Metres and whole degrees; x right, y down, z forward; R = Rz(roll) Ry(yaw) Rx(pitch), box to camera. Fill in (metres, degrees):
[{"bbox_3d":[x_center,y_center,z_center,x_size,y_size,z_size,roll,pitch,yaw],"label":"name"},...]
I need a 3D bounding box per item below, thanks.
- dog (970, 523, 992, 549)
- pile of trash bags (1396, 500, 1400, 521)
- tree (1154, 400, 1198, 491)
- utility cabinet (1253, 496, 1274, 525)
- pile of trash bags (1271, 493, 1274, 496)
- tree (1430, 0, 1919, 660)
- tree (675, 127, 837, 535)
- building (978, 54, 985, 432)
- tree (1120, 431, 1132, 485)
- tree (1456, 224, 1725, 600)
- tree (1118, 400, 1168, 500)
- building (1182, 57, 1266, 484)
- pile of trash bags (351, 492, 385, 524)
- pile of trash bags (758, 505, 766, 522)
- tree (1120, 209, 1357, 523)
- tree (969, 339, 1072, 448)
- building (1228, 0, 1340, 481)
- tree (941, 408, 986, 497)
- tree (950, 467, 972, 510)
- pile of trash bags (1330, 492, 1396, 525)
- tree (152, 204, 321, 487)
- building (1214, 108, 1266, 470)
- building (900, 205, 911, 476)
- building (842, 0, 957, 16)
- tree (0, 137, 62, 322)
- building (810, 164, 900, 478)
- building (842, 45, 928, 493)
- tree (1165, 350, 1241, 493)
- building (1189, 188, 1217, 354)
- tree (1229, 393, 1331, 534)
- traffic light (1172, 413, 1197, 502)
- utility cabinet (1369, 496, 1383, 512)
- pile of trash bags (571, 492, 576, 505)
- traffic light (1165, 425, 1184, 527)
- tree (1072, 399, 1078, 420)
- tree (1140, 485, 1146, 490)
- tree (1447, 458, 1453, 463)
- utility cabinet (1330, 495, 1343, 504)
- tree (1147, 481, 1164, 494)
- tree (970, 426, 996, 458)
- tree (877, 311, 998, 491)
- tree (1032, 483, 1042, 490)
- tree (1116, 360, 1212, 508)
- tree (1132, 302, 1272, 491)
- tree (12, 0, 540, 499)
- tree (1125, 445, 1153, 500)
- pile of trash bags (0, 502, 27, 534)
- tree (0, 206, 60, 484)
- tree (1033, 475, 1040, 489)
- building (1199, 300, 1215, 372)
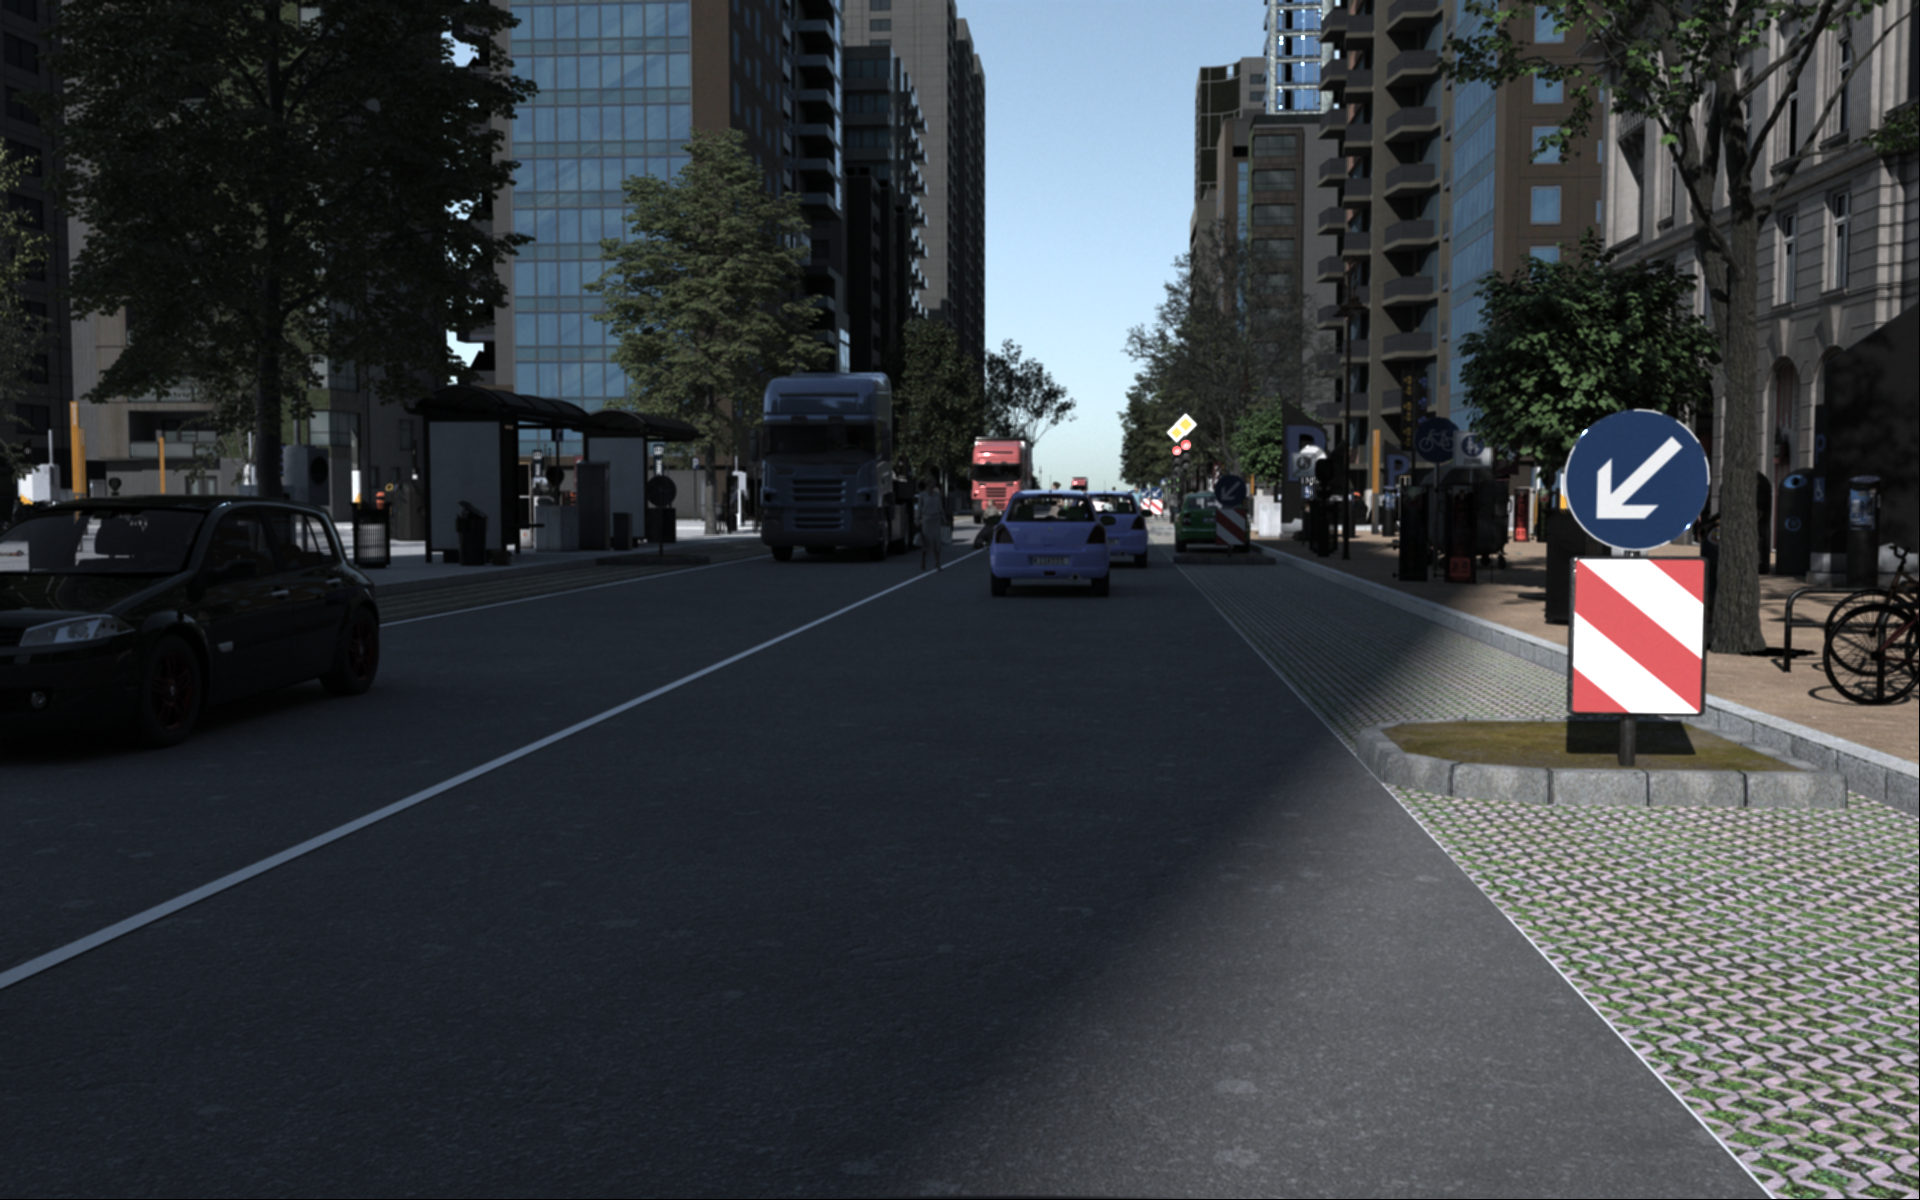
[{"bbox_3d":[0.506,-1.730,45.128,0.800,0.831,0.513,1,4,19],"label":"dog"},{"bbox_3d":[20.227,-4.446,82.437,3.447,1.369,1.912,0,4,6],"label":"pile of trash bags"},{"bbox_3d":[16.784,-11.116,132.115,4.737,8.622,4.395,0,3,0],"label":"tree"},{"bbox_3d":[12.615,-3.679,71.317,1.020,1.237,0.306,1,4,15],"label":"utility cabinet"},{"bbox_3d":[17.378,-5.046,92.250,3.447,1.369,1.912,-3,5,-40],"label":"pile of trash bags"},{"bbox_3d":[6.135,-5.382,13.746,9.928,11.665,9.643,0,3,0],"label":"tree"},{"bbox_3d":[-7.704,-8.292,53.697,7.486,12.596,7.792,0,3,0],"label":"tree"},{"bbox_3d":[-6.234,-50.686,266.968,20.563,71.187,20.611,0,4,5],"label":"building"},{"bbox_3d":[27.266,-20.875,259.424,7.486,12.596,7.792,0,3,0],"label":"tree"},{"bbox_3d":[7.592,-2.289,21.135,4.285,4.588,4.351,0,3,0],"label":"tree"},{"bbox_3d":[23.859,-17.835,208.607,9.611,12.733,9.660,0,3,0],"label":"tree"},{"bbox_3d":[47.560,-52.023,288.829,20.563,71.187,20.611,0,4,5],"label":"building"},{"bbox_3d":[-24.823,-3.921,73.865,1.912,1.369,3.447,-2,4,-25],"label":"pile of trash bags"},{"bbox_3d":[-8.096,-4.223,78.799,1.912,1.369,3.447,-1,4,-19],"label":"pile of trash bags"},{"bbox_3d":[11.991,-10.109,75.646,12.009,13.543,11.850,0,3,0],"label":"tree"},{"bbox_3d":[6.622,-21.596,208.975,12.611,20.169,13.585,0,3,0],"label":"tree"},{"bbox_3d":[39.891,-52.893,177.477,22.319,86.520,31.000,0,4,5],"label":"building"},{"bbox_3d":[-0.157,-10.970,129.720,4.737,8.622,4.395,0,3,0],"label":"tree"},{"bbox_3d":[0.278,-9.569,140.174,4.285,4.588,4.351,0,3,0],"label":"tree"},{"bbox_3d":[15.956,-3.797,71.840,3.447,1.369,1.912,-2,4,-24],"label":"pile of trash bags"},{"bbox_3d":[-17.587,-5.631,42.430,4.360,8.622,3.978,0,3,0],"label":"tree"},{"bbox_3d":[37.177,-33.739,201.750,14.600,45.320,14.200,0,4,5],"label":"building"},{"bbox_3d":[-12.518,-24.172,166.919,14.160,30.474,14.107,0,4,5],"label":"building"},{"bbox_3d":[-8.815,-49.437,246.541,20.563,71.187,20.611,0,4,5],"label":"building"},{"bbox_3d":[-18.561,-4.939,31.116,4.737,8.622,4.395,0,3,0],"label":"tree"},{"bbox_3d":[-13.457,-23.313,152.866,14.160,30.474,14.107,0,4,5],"label":"building"},{"bbox_3d":[-15.408,-34.845,189.326,23.786,49.044,30.456,0,4,5],"label":"building"},{"bbox_3d":[12.227,-8.252,85.282,4.360,8.622,3.978,0,3,0],"label":"tree"},{"bbox_3d":[46.738,-39.434,268.447,21.300,48.544,21.600,0,4,5],"label":"building"},{"bbox_3d":[10.416,-4.441,56.325,4.285,4.588,4.351,0,3,0],"label":"tree"},{"bbox_3d":[7.810,-4.359,60.184,0.839,4.253,0.868,0,4,5],"label":"traffic light"},{"bbox_3d":[18.066,-3.871,74.452,1.020,1.237,0.306,-2,4,-29],"label":"utility cabinet"},{"bbox_3d":[-19.594,-4.394,81.587,3.447,1.369,1.912,-1,4,-19],"label":"pile of trash bags"},{"bbox_3d":[8.494,-4.845,68.140,0.839,4.253,0.868,0,4,5],"label":"traffic light"},{"bbox_3d":[10.316,-23.400,238.471,12.611,20.169,13.585,0,3,0],"label":"tree"},{"bbox_3d":[29.021,-16.953,271.774,1.663,3.219,1.824,0,3,0],"label":"tree"},{"bbox_3d":[21.009,-4.842,73.773,1.663,3.219,1.824,0,3,0],"label":"tree"},{"bbox_3d":[17.910,-4.421,83.439,1.020,1.237,0.306,-1,4,-15],"label":"utility cabinet"},{"bbox_3d":[22.039,-11.983,190.521,1.663,3.219,1.824,0,3,0],"label":"tree"},{"bbox_3d":[2.850,-13.933,178.173,4.360,8.622,3.978,0,3,0],"label":"tree"},{"bbox_3d":[-2.139,-11.734,108.860,9.611,12.733,9.660,0,3,0],"label":"tree"},{"bbox_3d":[13.357,-18.398,295.415,1.663,3.219,1.824,0,3,0],"label":"tree"},{"bbox_3d":[19.029,-15.311,156.989,9.857,13.997,8.962,0,3,0],"label":"tree"},{"bbox_3d":[14.753,-11.268,102.359,7.486,12.596,7.792,0,3,0],"label":"tree"},{"bbox_3d":[-9.548,-6.499,24.387,7.486,12.596,7.792,0,3,0],"label":"tree"},{"bbox_3d":[31.040,-21.795,290.759,7.601,10.594,8.767,3,5,41],"label":"tree"},{"bbox_3d":[-26.234,-2.308,47.484,1.912,1.369,3.447,3,5,43],"label":"pile of trash bags"},{"bbox_3d":[-23.615,-5.573,41.483,4.360,8.622,3.978,0,3,0],"label":"tree"},{"bbox_3d":[10.376,-16.916,260.289,4.285,4.588,4.351,0,3,0],"label":"tree"},{"bbox_3d":[41.592,-29.307,250.872,14.160,30.474,14.107,0,4,5],"label":"building"}]
